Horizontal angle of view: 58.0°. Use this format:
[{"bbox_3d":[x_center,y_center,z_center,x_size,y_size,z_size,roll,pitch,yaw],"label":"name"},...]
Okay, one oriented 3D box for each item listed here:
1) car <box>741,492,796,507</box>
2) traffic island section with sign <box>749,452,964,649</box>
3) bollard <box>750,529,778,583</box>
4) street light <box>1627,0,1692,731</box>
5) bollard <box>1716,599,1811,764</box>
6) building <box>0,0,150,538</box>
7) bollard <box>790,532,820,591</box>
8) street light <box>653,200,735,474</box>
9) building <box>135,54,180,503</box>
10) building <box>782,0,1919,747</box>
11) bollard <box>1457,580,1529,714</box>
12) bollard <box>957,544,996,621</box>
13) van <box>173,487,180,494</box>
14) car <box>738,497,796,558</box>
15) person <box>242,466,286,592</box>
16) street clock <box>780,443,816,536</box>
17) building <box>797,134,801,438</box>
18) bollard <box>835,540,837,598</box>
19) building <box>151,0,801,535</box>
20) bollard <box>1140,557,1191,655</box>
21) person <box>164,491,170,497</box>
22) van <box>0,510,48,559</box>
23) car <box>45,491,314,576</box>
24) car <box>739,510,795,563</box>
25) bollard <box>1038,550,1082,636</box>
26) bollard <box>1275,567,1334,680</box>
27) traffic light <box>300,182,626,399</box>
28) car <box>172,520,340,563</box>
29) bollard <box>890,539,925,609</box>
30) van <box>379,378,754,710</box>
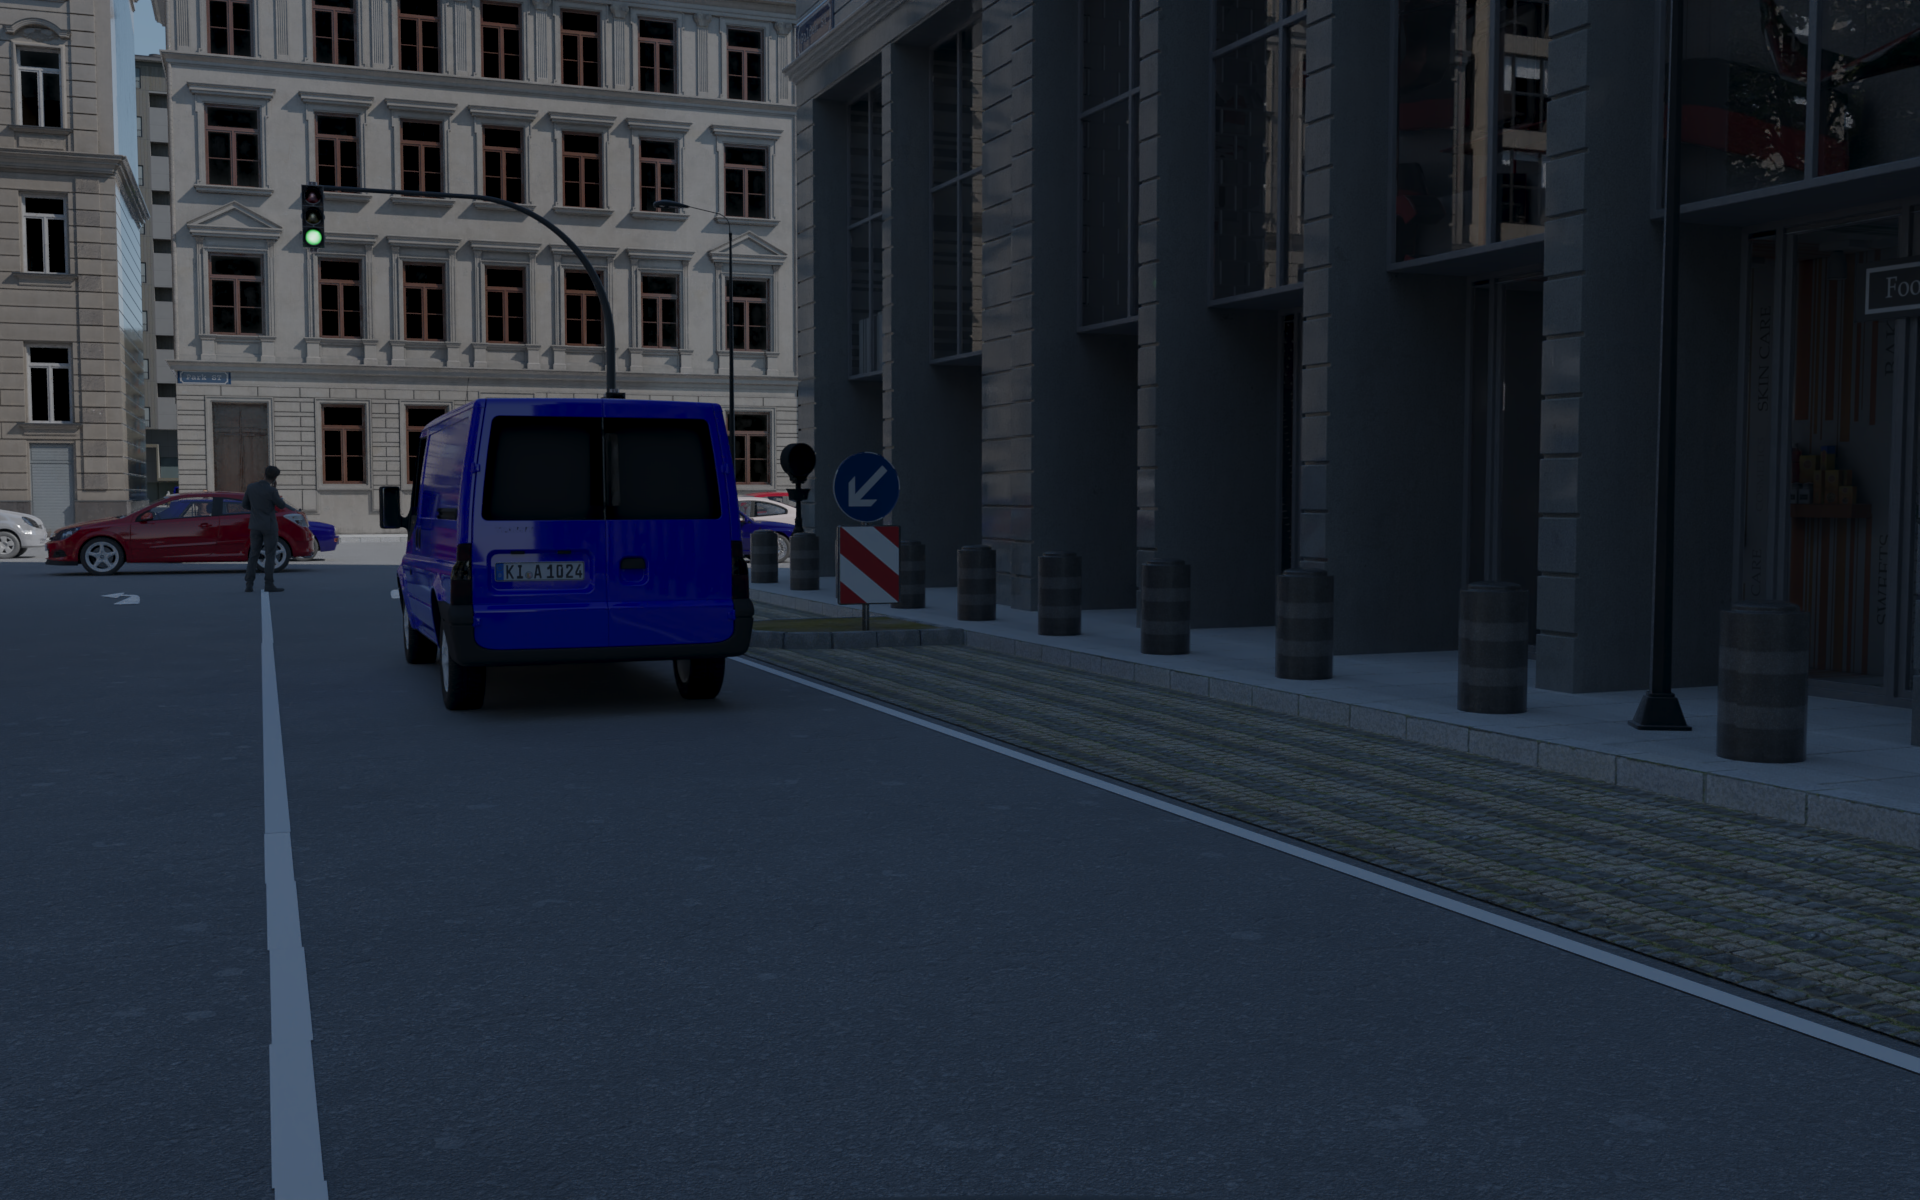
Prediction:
[{"bbox_3d":[-5.235,-2.160,44.362,4.494,1.783,2.155,-2,4,-23],"label":"car"},{"bbox_3d":[-1.250,-0.505,16.880,1.989,1.847,2.006,-1,4,-22],"label":"traffic island section with sign"},{"bbox_3d":[-2.827,-0.631,25.040,0.404,0.777,0.398,0,3,0],"label":"bollard"},{"bbox_3d":[3.340,-2.239,9.144,1.470,5.913,1.316,-1,4,-22],"label":"street light"},{"bbox_3d":[3.901,0.385,8.416,0.404,0.777,0.398,0,3,0],"label":"bollard"},{"bbox_3d":[-38.056,-15.536,51.270,25.104,27.353,12.463,-1,4,-22],"label":"building"},{"bbox_3d":[-2.081,-0.519,23.198,0.404,0.777,0.398,0,3,0],"label":"bollard"},{"bbox_3d":[-4.186,-3.376,27.734,1.470,5.913,1.316,-1,4,-22],"label":"street light"},{"bbox_3d":[-100.133,-37.741,206.296,27.495,52.752,28.713,-1,4,-22],"label":"building"},{"bbox_3d":[7.947,-14.529,15.045,11.434,29.767,29.804,-1,4,-22],"label":"building"},{"bbox_3d":[3.158,0.273,10.259,0.404,0.777,0.398,0,3,0],"label":"bollard"},{"bbox_3d":[0.170,-0.179,17.648,0.404,0.777,0.398,0,3,0],"label":"bollard"},{"bbox_3d":[-64.761,-8.600,144.995,2.240,2.365,5.245,-1,4,-22],"label":"van"},{"bbox_3d":[-5.291,-1.645,39.264,4.827,1.381,2.083,-1,4,-22],"label":"car"},{"bbox_3d":[-10.204,-1.046,25.406,0.655,1.846,0.447,1,4,9],"label":"person"},{"bbox_3d":[-2.295,-1.225,24.596,0.471,2.002,0.358,-3,4,-37],"label":"street clock"},{"bbox_3d":[0.344,-14.571,67.908,15.834,23.373,12.332,-1,4,-22],"label":"building"},{"bbox_3d":[-1.337,-0.406,21.355,0.404,0.777,0.398,0,3,0],"label":"bollard"},{"bbox_3d":[-16.577,-13.719,60.464,21.152,22.565,11.583,-1,4,-22],"label":"building"},{"bbox_3d":[1.657,0.046,13.960,0.404,0.777,0.398,0,3,0],"label":"bollard"},{"bbox_3d":[-87.497,-11.135,191.292,0.721,1.736,1.217,2,4,26],"label":"person"},{"bbox_3d":[-22.600,-1.923,38.459,4.112,2.044,2.013,-1,4,-22],"label":"van"},{"bbox_3d":[-14.175,-1.379,31.586,4.494,1.783,2.155,-2,4,-24],"label":"car"},{"bbox_3d":[-5.207,-1.439,36.106,3.894,1.354,1.945,-1,4,-22],"label":"car"},{"bbox_3d":[0.909,-0.066,15.804,0.404,0.777,0.398,0,3,0],"label":"bollard"},{"bbox_3d":[2.409,0.160,12.106,0.404,0.777,0.398,0,3,0],"label":"bollard"},{"bbox_3d":[-7.406,-3.158,26.296,4.771,5.953,1.251,-1,4,-22],"label":"traffic light"},{"bbox_3d":[-15.342,-1.496,37.035,3.894,1.354,1.945,-1,4,-21],"label":"car"},{"bbox_3d":[-0.587,-0.293,19.514,0.404,0.777,0.398,0,3,0],"label":"bollard"},{"bbox_3d":[-3.189,-0.547,13.334,2.240,2.365,5.245,-1,4,-22],"label":"van"}]
